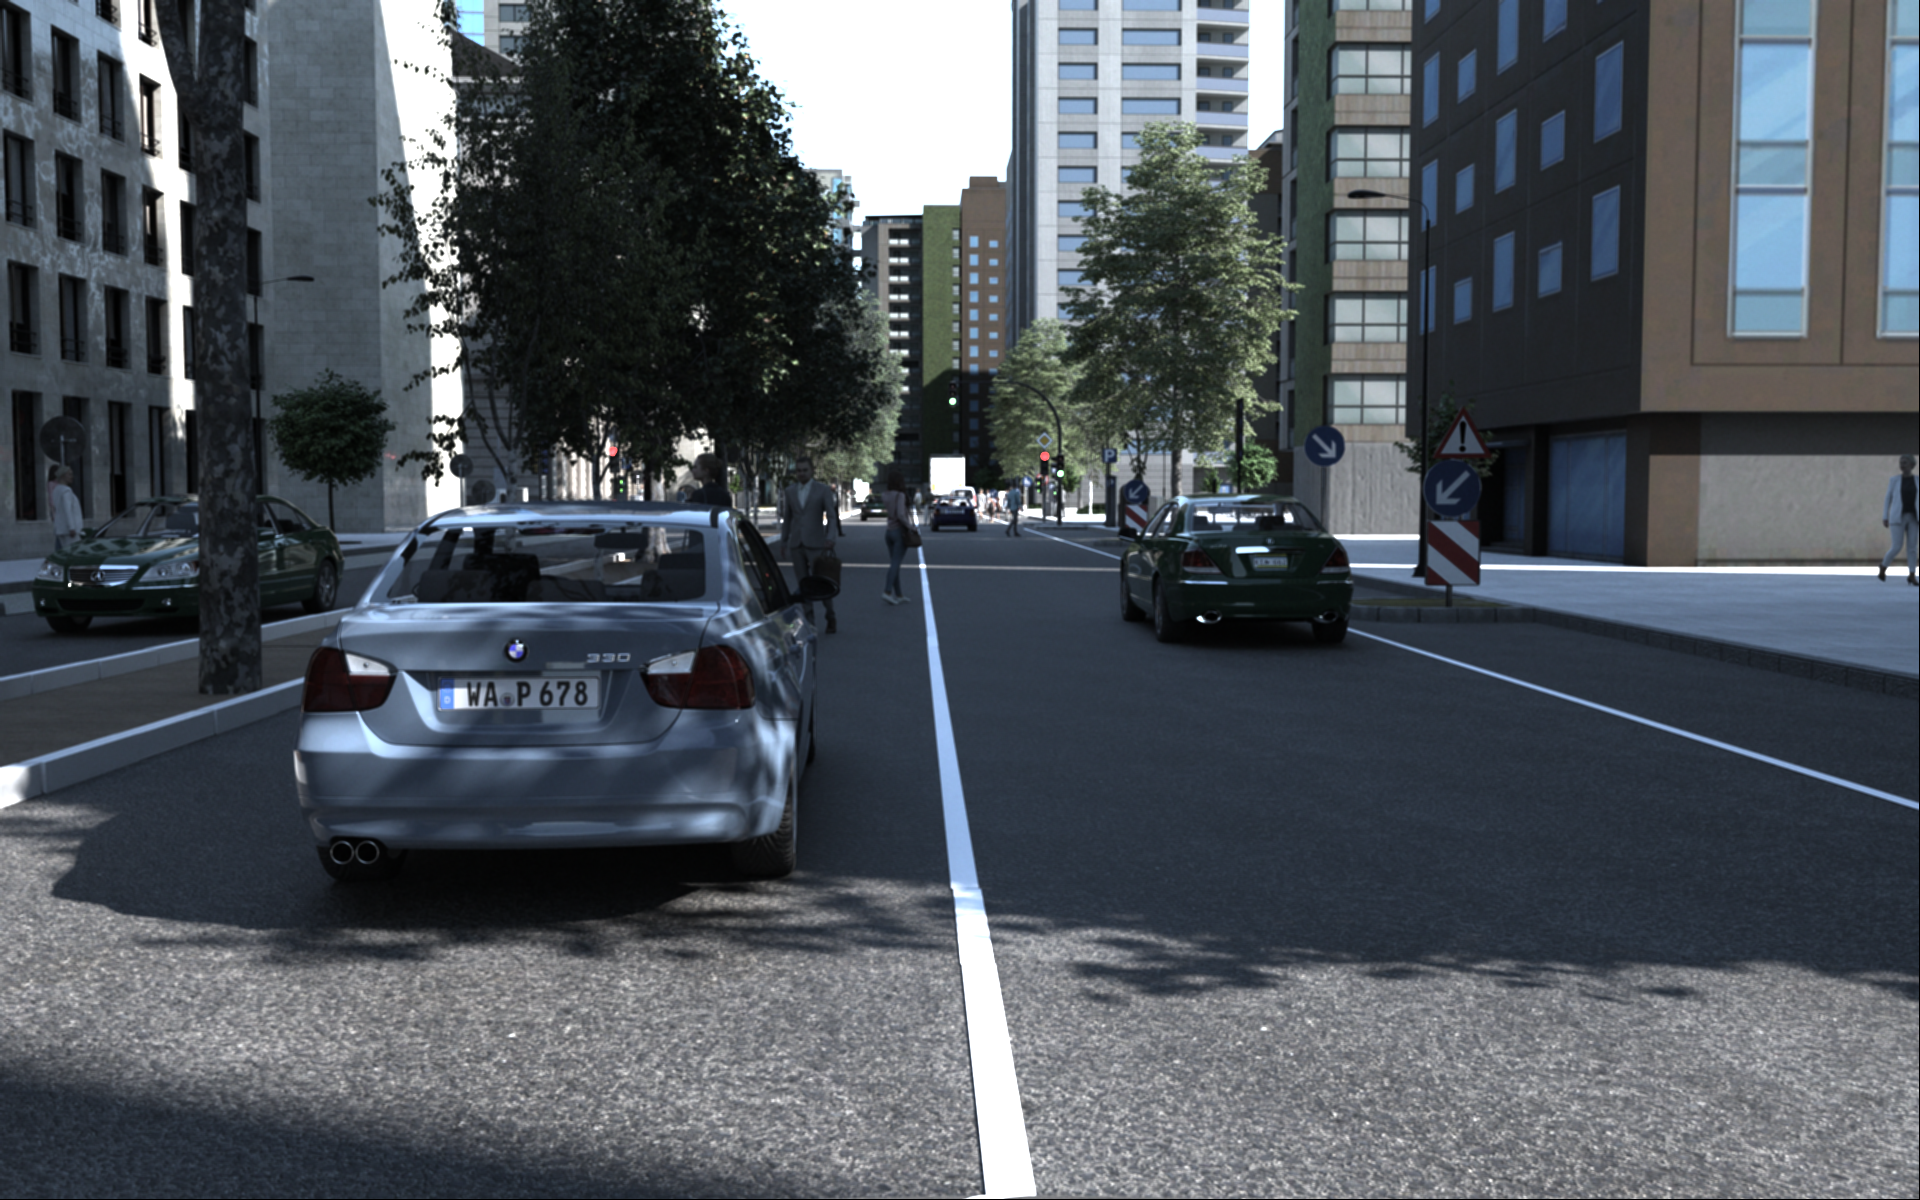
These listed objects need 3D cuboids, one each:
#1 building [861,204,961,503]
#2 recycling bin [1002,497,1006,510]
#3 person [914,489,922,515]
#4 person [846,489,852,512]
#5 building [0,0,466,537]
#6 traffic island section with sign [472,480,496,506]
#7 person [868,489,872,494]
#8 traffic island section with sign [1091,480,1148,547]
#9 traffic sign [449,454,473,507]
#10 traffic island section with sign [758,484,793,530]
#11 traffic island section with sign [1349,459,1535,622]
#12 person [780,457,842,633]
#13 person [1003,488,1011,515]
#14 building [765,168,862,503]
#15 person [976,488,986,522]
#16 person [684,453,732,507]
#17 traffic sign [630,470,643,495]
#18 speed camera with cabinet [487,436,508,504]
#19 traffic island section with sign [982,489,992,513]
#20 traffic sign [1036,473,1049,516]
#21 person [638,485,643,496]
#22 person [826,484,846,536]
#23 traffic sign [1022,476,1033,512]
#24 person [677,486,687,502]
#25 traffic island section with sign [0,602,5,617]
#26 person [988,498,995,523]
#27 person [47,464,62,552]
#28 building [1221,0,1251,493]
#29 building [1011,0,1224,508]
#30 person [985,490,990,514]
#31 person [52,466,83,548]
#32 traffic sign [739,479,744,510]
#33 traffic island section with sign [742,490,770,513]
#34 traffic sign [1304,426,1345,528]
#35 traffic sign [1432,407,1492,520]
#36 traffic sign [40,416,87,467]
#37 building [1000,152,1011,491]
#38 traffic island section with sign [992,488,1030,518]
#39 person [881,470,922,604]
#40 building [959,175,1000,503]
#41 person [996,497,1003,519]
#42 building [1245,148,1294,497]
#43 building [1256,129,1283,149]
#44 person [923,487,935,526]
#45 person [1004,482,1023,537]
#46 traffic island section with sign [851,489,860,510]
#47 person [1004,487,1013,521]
[{"bbox_3d":[-7.006,-34.404,246.093,14.086,41.232,14.154,0,4,-2],"label":"building"},{"bbox_3d":[3.882,-7.972,142.899,0.722,1.027,0.722,1,4,12],"label":"recycling bin"},{"bbox_3d":[-2.794,-6.611,116.823,0.641,1.798,0.478,-3,5,-41],"label":"person"},{"bbox_3d":[-8.772,-7.828,136.669,0.466,1.800,0.511,-1,4,-21],"label":"person"},{"bbox_3d":[-27.273,-12.597,60.705,16.860,20.320,10.420,0,4,-2],"label":"building"},{"bbox_3d":[-12.928,-2.332,46.762,1.989,1.847,2.006,0,4,-2],"label":"traffic island section with sign"},{"bbox_3d":[-5.551,-5.935,106.090,0.362,1.759,0.519,-3,5,-40],"label":"person"},{"bbox_3d":[4.660,-2.402,47.897,1.989,1.847,2.006,0,4,-2],"label":"traffic island section with sign"},{"bbox_3d":[-15.732,-3.336,54.643,0.768,2.556,0.104,0,4,2],"label":"traffic sign"},{"bbox_3d":[-7.184,-3.794,70.163,2.006,1.907,1.989,0,4,-2],"label":"traffic island section with sign"},{"bbox_3d":[5.418,-0.713,20.288,1.989,1.847,2.006,0,4,-2],"label":"traffic island section with sign"},{"bbox_3d":[-1.530,-0.551,17.635,0.709,1.813,0.853,1,4,13],"label":"person"},{"bbox_3d":[3.035,-6.253,110.824,0.616,1.811,0.778,-3,5,-42],"label":"person"},{"bbox_3d":[-29.425,-38.615,250.960,30.456,49.044,23.786,0,4,-2],"label":"building"},{"bbox_3d":[1.087,-4.811,87.918,0.466,1.731,0.760,-2,4,-32],"label":"person"},{"bbox_3d":[-2.038,-0.338,14.443,0.534,1.772,0.576,0,4,5],"label":"person"},{"bbox_3d":[-16.864,-5.532,90.557,0.768,2.556,0.104,0,4,5],"label":"traffic sign"},{"bbox_3d":[-15.403,-3.886,57.870,0.660,3.252,2.038,0,4,1],"label":"speed camera with cabinet"},{"bbox_3d":[2.382,-7.480,130.930,1.989,1.847,2.006,0,4,-2],"label":"traffic island section with sign"},{"bbox_3d":[4.925,-6.328,103.570,0.768,2.556,0.104,0,4,7],"label":"traffic sign"},{"bbox_3d":[-18.201,-5.707,99.524,0.661,1.801,0.590,-2,4,-31],"label":"person"},{"bbox_3d":[-4.233,-3.023,58.328,0.834,1.777,0.661,3,5,44],"label":"person"},{"bbox_3d":[4.721,-7.442,121.785,0.768,2.556,0.104,0,4,7],"label":"traffic sign"},{"bbox_3d":[-13.692,-4.684,85.101,0.581,1.822,0.654,1,4,21],"label":"person"},{"bbox_3d":[-12.196,-0.684,19.816,1.989,1.847,2.006,0,4,-2],"label":"traffic island section with sign"},{"bbox_3d":[1.577,-4.529,87.227,0.362,1.253,0.373,3,4,37],"label":"person"},{"bbox_3d":[-16.453,-1.565,31.640,0.388,1.821,0.555,-1,4,-9],"label":"person"},{"bbox_3d":[16.989,-38.250,167.384,21.231,58.520,28.212,0,4,-2],"label":"building"},{"bbox_3d":[16.280,-40.010,196.155,21.231,58.520,28.212,0,4,-2],"label":"building"},{"bbox_3d":[1.886,-7.012,123.710,0.524,1.755,0.480,-1,4,-18],"label":"person"},{"bbox_3d":[-13.039,-1.028,25.189,0.514,1.842,0.818,1,4,18],"label":"person"},{"bbox_3d":[-17.879,-8.732,142.879,0.768,2.556,0.104,0,4,5],"label":"traffic sign"},{"bbox_3d":[-15.201,-7.386,129.385,1.989,1.847,2.006,0,4,-2],"label":"traffic island section with sign"},{"bbox_3d":[6.783,-1.971,32.329,0.768,2.556,0.104,0,4,1],"label":"traffic sign"},{"bbox_3d":[7.488,-1.583,25.883,0.884,2.594,0.081,0,3,0],"label":"traffic sign"},{"bbox_3d":[-14.649,-1.724,28.300,0.768,2.556,0.104,0,4,1],"label":"traffic sign"},{"bbox_3d":[12.999,-34.759,218.421,14.600,45.320,14.200,0,4,-2],"label":"building"},{"bbox_3d":[3.129,-5.817,103.737,1.989,1.847,2.006,0,4,-2],"label":"traffic island section with sign"},{"bbox_3d":[-0.850,-0.830,22.667,0.643,1.750,0.593,-3,5,-39],"label":"person"},{"bbox_3d":[7.131,-36.470,246.389,14.200,45.320,14.600,0,4,-2],"label":"building"},{"bbox_3d":[2.229,-5.179,97.852,0.373,1.253,0.362,0,4,7],"label":"person"},{"bbox_3d":[36.060,-34.856,220.008,14.200,45.320,14.600,0,4,-2],"label":"building"},{"bbox_3d":[55.958,-40.730,255.172,27.495,52.752,28.713,0,4,-2],"label":"building"},{"bbox_3d":[-1.402,-4.242,78.414,0.519,1.759,0.362,-1,4,-10],"label":"person"},{"bbox_3d":[1.768,-3.061,58.417,0.748,1.841,0.638,-2,4,-27],"label":"person"},{"bbox_3d":[-9.447,-8.840,152.678,2.006,1.907,1.989,0,4,-2],"label":"traffic island section with sign"},{"bbox_3d":[2.631,-5.138,92.706,0.606,1.804,0.583,-3,5,-42],"label":"person"}]
